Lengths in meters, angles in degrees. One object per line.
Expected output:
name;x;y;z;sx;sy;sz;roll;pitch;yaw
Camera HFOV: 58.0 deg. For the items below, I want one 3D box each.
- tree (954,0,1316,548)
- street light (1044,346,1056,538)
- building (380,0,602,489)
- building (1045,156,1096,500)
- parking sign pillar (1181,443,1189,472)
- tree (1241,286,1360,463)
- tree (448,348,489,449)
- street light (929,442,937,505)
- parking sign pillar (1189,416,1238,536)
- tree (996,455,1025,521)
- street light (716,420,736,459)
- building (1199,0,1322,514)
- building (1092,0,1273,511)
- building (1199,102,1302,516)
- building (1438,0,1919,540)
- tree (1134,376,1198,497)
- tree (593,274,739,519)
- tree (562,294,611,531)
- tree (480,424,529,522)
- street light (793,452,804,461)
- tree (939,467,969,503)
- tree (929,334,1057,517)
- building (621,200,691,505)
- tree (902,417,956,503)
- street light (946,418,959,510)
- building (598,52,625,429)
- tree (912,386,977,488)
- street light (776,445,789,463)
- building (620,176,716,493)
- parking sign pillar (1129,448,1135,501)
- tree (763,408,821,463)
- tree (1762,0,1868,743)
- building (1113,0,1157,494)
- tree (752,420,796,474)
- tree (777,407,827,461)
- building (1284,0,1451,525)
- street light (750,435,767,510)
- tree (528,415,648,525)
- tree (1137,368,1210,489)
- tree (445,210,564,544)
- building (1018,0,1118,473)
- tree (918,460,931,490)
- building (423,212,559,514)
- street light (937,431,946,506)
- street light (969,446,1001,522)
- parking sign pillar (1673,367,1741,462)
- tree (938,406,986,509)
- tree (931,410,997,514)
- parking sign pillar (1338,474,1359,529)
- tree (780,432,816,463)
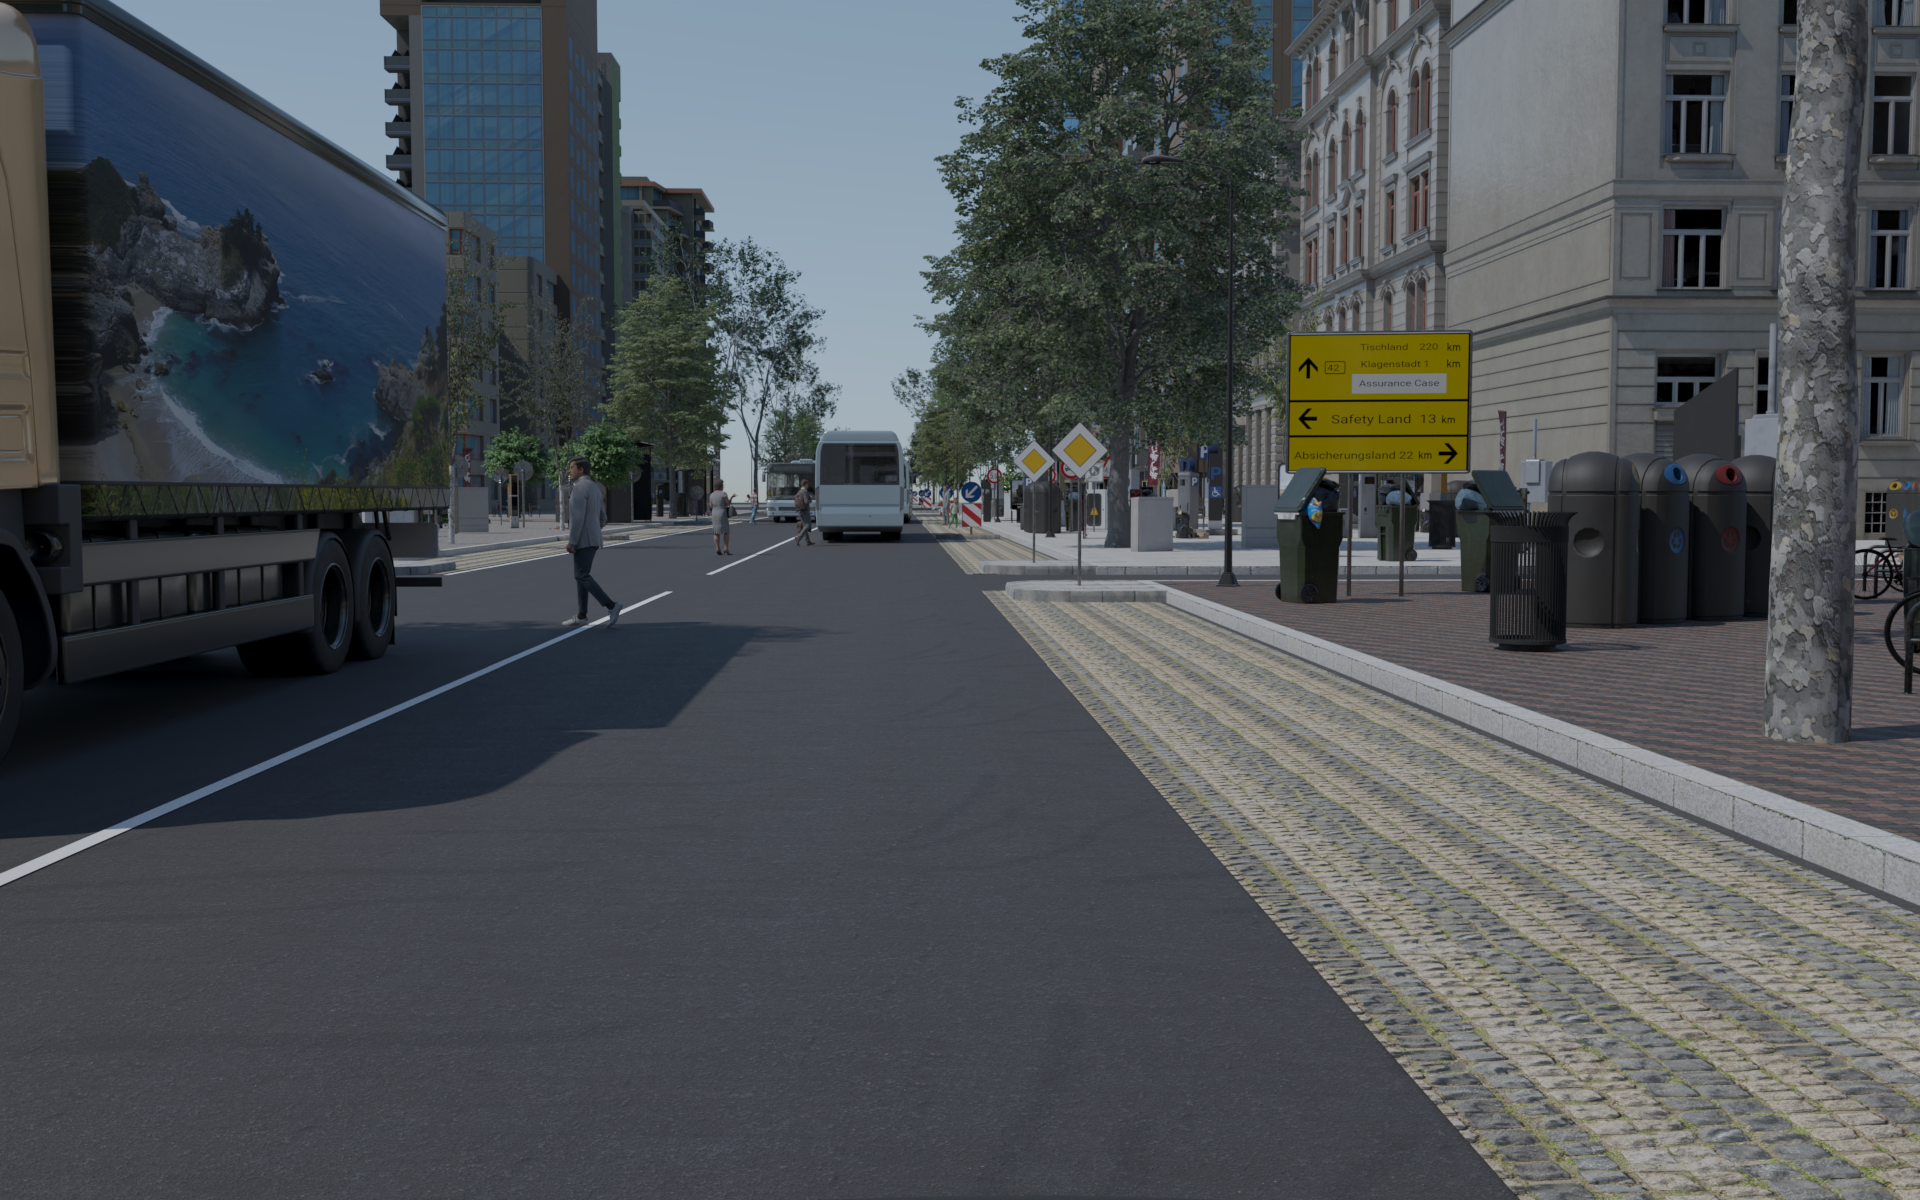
tree;3.903;-8.227;41.165;9.857;13.997;8.962;0;3;0
street light;2.130;-4.794;50.923;1.470;5.913;1.316;0;4;-2
building;-37.525;-30.042;141.305;14.600;45.320;14.200;0;4;-2
building;21.623;-34.655;221.238;22.147;44.769;28.867;0;4;-2
parking sign pillar;11.932;-6.208;89.980;1.447;3.967;1.447;-1;4;-19
tree;11.761;-6.738;60.527;4.737;8.622;4.395;0;3;0
tree;-25.183;-8.197;84.387;4.737;8.622;4.395;0;3;0
street light;-1.797;-11.213;155.871;1.470;5.913;1.316;0;4;-2
parking sign pillar;7.980;-4.015;54.115;1.447;3.967;1.447;0;4;7
tree;2.440;-5.385;82.653;1.663;3.219;1.824;0;3;0
street light;-14.666;-8.291;108.097;1.470;5.913;1.316;0;4;-2
building;21.115;-28.614;117.952;14.600;45.320;14.200;0;4;-2
building;20.115;-31.342;162.555;14.600;45.320;14.200;0;4;-2
building;20.642;-16.469;98.147;11.050;23.489;19.941;0;4;-2
building;31.766;-13.547;54.778;30.059;22.955;16.112;0;4;-2
tree;12.304;-9.284;102.161;4.360;8.622;3.978;0;3;0
tree;-15.312;-10.527;90.243;7.486;12.596;7.792;0;3;0
tree;-14.020;-6.724;60.292;4.360;8.622;3.978;0;3;0
tree;-20.692;-5.952;81.033;4.285;4.588;4.351;0;3;0
street light;-17.871;-13.396;191.563;1.470;5.913;1.316;0;4;-2
tree;-0.526;-11.579;173.031;4.285;4.588;4.351;0;3;0
tree;1.856;-10.485;97.181;9.928;11.665;9.643;0;3;0
building;-49.678;-31.969;214.575;32.217;40.220;23.993;0;4;-2
tree;-4.469;-20.335;249.485;9.611;12.733;9.660;0;3;0
street light;0.066;-8.181;106.297;1.470;5.913;1.316;0;4;-2
building;-38.394;-28.864;155.524;14.154;41.232;14.086;0;4;-2
tree;-0.963;-15.174;166.219;7.486;12.596;7.792;0;3;0
street light;-16.738;-11.647;162.961;1.470;5.913;1.316;0;4;-2
building;-45.877;-35.868;241.060;22.147;44.769;28.867;0;4;-2
parking sign pillar;8.954;-6.527;95.182;1.447;3.967;1.447;0;4;0
tree;-20.122;-17.240;207.636;9.928;11.665;9.643;0;3;0
tree;5.688;-9.385;9.334;12.611;20.169;13.585;0;3;0
building;24.371;-31.844;140.259;23.786;49.044;30.456;0;4;-2
tree;-18.075;-13.292;167.694;4.737;8.622;4.395;0;3;0
tree;-20.095;-18.756;224.791;7.486;12.596;7.792;0;3;0
building;23.643;-17.675;76.379;14.401;28.519;23.554;0;4;-2
street light;-15.783;-9.981;135.737;1.470;5.913;1.316;0;4;-2
tree;-14.598;-5.376;71.615;4.285;4.588;4.351;0;3;0
tree;10.066;-7.843;78.599;4.737;8.622;4.395;0;3;0
tree;-13.344;-5.760;44.541;4.360;8.622;3.978;0;3;0
building;20.703;-57.319;249.828;22.319;86.520;31.000;0;4;-2
tree;-3.040;-16.390;218.338;4.360;8.622;3.978;0;3;0
building;-44.634;-16.829;120.198;27.650;21.520;28.899;0;4;-2
street light;-0.750;-9.542;128.550;1.470;5.913;1.316;0;4;-2
street light;1.165;-6.459;78.147;1.470;5.913;1.316;0;4;-2
parking sign pillar;16.125;-2.993;37.414;1.447;3.967;1.447;3;5;42
tree;0.057;-11.421;137.099;4.737;8.622;4.395;0;3;0
tree;1.216;-9.762;109.971;4.360;8.622;3.978;0;3;0
parking sign pillar;14.498;-4.646;64.427;1.447;3.967;1.447;2;4;31
tree;-19.050;-15.358;201.471;4.360;8.622;3.978;0;3;0
